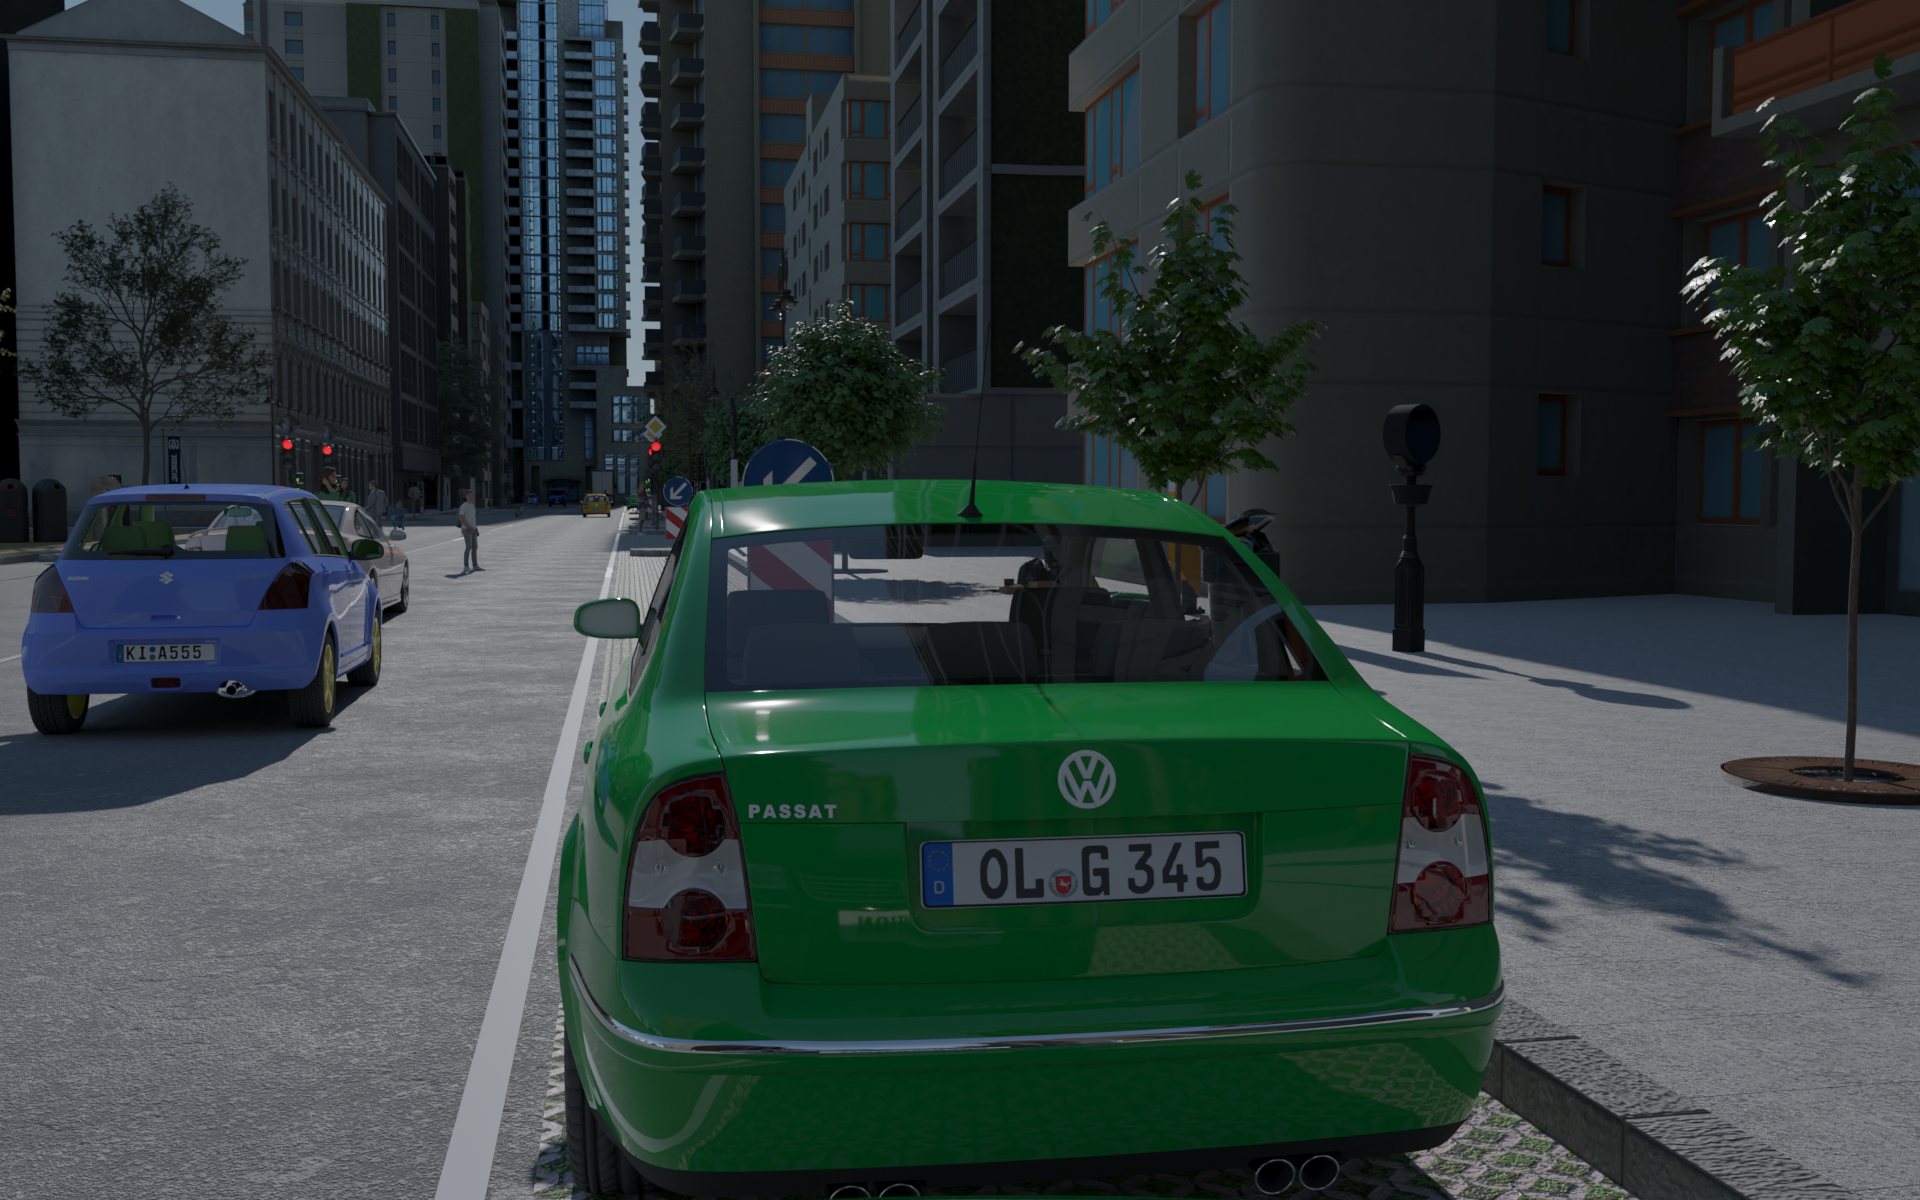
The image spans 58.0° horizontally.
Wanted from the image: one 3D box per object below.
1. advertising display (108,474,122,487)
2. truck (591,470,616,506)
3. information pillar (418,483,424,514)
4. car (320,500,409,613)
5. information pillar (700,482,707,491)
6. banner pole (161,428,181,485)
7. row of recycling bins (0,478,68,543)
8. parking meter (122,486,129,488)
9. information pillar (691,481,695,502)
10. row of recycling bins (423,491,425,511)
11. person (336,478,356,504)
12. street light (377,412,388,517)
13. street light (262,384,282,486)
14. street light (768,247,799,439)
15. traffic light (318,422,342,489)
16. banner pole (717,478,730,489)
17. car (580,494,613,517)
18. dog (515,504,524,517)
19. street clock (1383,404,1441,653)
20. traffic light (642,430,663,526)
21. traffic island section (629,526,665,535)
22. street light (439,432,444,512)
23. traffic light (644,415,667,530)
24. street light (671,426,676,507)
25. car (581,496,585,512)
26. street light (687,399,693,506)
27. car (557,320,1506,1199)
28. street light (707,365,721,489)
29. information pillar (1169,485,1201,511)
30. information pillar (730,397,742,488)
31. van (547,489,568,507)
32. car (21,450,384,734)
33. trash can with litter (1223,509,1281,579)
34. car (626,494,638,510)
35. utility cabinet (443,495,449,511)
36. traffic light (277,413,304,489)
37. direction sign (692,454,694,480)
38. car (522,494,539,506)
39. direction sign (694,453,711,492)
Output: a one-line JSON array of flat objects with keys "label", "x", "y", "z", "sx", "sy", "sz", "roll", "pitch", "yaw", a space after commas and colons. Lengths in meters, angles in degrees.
[{"label": "advertising display", "x": -27.973, "y": -3.190, "z": 57.366, "sx": 0.123, "sy": 1.923, "sz": 0.974, "roll": -1, "pitch": 4, "yaw": -8}, {"label": "truck", "x": -41.921, "y": -13.135, "z": 203.677, "sx": 2.839, "sy": 4.237, "sz": 11.283, "roll": -1, "pitch": 4, "yaw": -10}, {"label": "information pillar", "x": -34.217, "y": -6.448, "z": 109.918, "sx": 0.304, "sy": 2.012, "sz": 0.304, "roll": -1, "pitch": 4, "yaw": -18}, {"label": "car", "x": -7.350, "y": -0.432, "z": 19.419, "sx": 2.083, "sy": 1.381, "sz": 4.827, "roll": -1, "pitch": 4, "yaw": -11}, {"label": "information pillar", "x": -15.148, "y": -5.980, "z": 102.266, "sx": 0.304, "sy": 2.012, "sz": 0.304, "roll": 1, "pitch": 4, "yaw": 10}, {"label": "banner pole", "x": -30.012, "y": -4.637, "z": 65.833, "sx": 0.401, "sy": 3.779, "sz": 0.863, "roll": 3, "pitch": 5, "yaw": 44}, {"label": "row of recycling bins", "x": -25.485, "y": -2.352, "z": 45.571, "sx": 3.534, "sy": 1.692, "sz": 1.069, "roll": -2, "pitch": 4, "yaw": -35}, {"label": "parking meter", "x": -25.183, "y": -2.673, "z": 52.119, "sx": 0.372, "sy": 1.533, "sz": 0.369, "roll": 0, "pitch": 3, "yaw": 0}, {"label": "information pillar", "x": -14.566, "y": -5.484, "z": 94.159, "sx": 0.304, "sy": 2.012, "sz": 0.304, "roll": -1, "pitch": 4, "yaw": -12}, {"label": "row of recycling bins", "x": -41.740, "y": -7.460, "z": 129.078, "sx": 3.534, "sy": 1.692, "sz": 1.069, "roll": -1, "pitch": 4, "yaw": -18}, {"label": "person", "x": -14.163, "y": -1.907, "z": 39.934, "sx": 0.600, "sy": 1.795, "sz": 0.529, "roll": -1, "pitch": 4, "yaw": -15}, {"label": "street light", "x": -32.477, "y": -7.623, "z": 97.422, "sx": 0.468, "sy": 5.910, "sz": 1.993, "roll": -1, "pitch": 4, "yaw": -11}, {"label": "street light", "x": -26.901, "y": -5.813, "z": 67.824, "sx": 0.468, "sy": 5.910, "sz": 1.993, "roll": -1, "pitch": 4, "yaw": -11}, {"label": "street light", "x": -3.323, "y": -3.661, "z": 32.642, "sx": 0.468, "sy": 5.910, "sz": 1.993, "roll": -1, "pitch": 4, "yaw": -11}, {"label": "traffic light", "x": -24.599, "y": -4.811, "z": 67.580, "sx": 0.839, "sy": 4.253, "sz": 0.868, "roll": -1, "pitch": 4, "yaw": -11}, {"label": "banner pole", "x": -13.020, "y": -6.485, "z": 96.040, "sx": 0.863, "sy": 3.779, "sz": 0.401, "roll": -1, "pitch": 4, "yaw": -16}, {"label": "car", "x": -22.706, "y": -5.995, "z": 108.239, "sx": 2.015, "sy": 1.641, "sz": 3.980, "roll": -1, "pitch": 4, "yaw": -12}, {"label": "dog", "x": -27.665, "y": -5.594, "z": 108.297, "sx": 0.800, "sy": 0.831, "sz": 0.513, "roll": 0, "pitch": 4, "yaw": -8}, {"label": "street clock", "x": 3.661, "y": -0.582, "z": 14.079, "sx": 0.471, "sy": 2.002, "sz": 0.358, "roll": -3, "pitch": 4, "yaw": -39}, {"label": "traffic light", "x": -12.412, "y": -4.954, "z": 69.922, "sx": 0.839, "sy": 4.253, "sz": 0.868, "roll": -1, "pitch": 4, "yaw": -11}, {"label": "traffic island section", "x": -10.868, "y": -2.442, "z": 62.201, "sx": 2.009, "sy": 0.180, "sz": 2.903, "roll": -1, "pitch": 4, "yaw": -11}, {"label": "street light", "x": -38.001, "y": -9.418, "z": 126.764, "sx": 0.468, "sy": 5.910, "sz": 1.993, "roll": -1, "pitch": 4, "yaw": -11}, {"label": "traffic light", "x": -10.909, "y": -4.475, "z": 62.079, "sx": 0.839, "sy": 4.253, "sz": 0.868, "roll": -1, "pitch": 4, "yaw": -11}, {"label": "street light", "x": -18.875, "y": -8.664, "z": 114.443, "sx": 0.468, "sy": 5.910, "sz": 1.993, "roll": -1, "pitch": 4, "yaw": -11}, {"label": "car", "x": -29.507, "y": -7.793, "z": 139.414, "sx": 2.014, "sy": 1.417, "sz": 4.499, "roll": -1, "pitch": 4, "yaw": -9}, {"label": "street light", "x": -13.198, "y": -6.841, "z": 84.636, "sx": 0.468, "sy": 5.910, "sz": 1.993, "roll": -1, "pitch": 4, "yaw": -11}, {"label": "car", "x": -0.156, "y": 0.230, "z": 5.029, "sx": 1.959, "sy": 1.807, "sz": 4.718, "roll": -1, "pitch": 4, "yaw": -9}, {"label": "street light", "x": -8.794, "y": -5.456, "z": 61.994, "sx": 0.468, "sy": 5.910, "sz": 1.993, "roll": -1, "pitch": 4, "yaw": -11}, {"label": "information pillar", "x": 2.402, "y": -1.654, "z": 18.403, "sx": 0.183, "sy": 3.616, "sz": 0.504, "roll": 3, "pitch": 5, "yaw": 43}, {"label": "information pillar", "x": -5.458, "y": -3.088, "z": 41.840, "sx": 0.183, "sy": 3.616, "sz": 0.504, "roll": -1, "pitch": 4, "yaw": -17}, {"label": "van", "x": -44.685, "y": -11.492, "z": 192.277, "sx": 2.240, "sy": 2.365, "sz": 5.245, "roll": -1, "pitch": 4, "yaw": -12}, {"label": "car", "x": -4.968, "y": -0.133, "z": 11.760, "sx": 1.945, "sy": 1.707, "sz": 3.694, "roll": -1, "pitch": 4, "yaw": -12}, {"label": "trash can with litter", "x": 1.939, "y": -0.120, "z": 13.346, "sx": 0.624, "sy": 1.170, "sz": 1.055, "roll": -3, "pitch": 5, "yaw": -44}, {"label": "car", "x": -29.379, "y": -9.102, "z": 157.605, "sx": 1.959, "sy": 1.807, "sz": 4.718, "roll": -1, "pitch": 4, "yaw": -12}, {"label": "utility cabinet", "x": -39.381, "y": -7.433, "z": 132.698, "sx": 0.306, "sy": 1.237, "sz": 1.020, "roll": -1, "pitch": 4, "yaw": -10}, {"label": "traffic light", "x": -23.097, "y": -4.331, "z": 59.737, "sx": 0.839, "sy": 4.253, "sz": 0.868, "roll": -1, "pitch": 4, "yaw": -11}, {"label": "direction sign", "x": -14.929, "y": -6.535, "z": 98.846, "sx": 0.876, "sy": 3.537, "sz": 0.379, "roll": 2, "pitch": 4, "yaw": 25}, {"label": "car", "x": -50.945, "y": -11.980, "z": 205.462, "sx": 1.945, "sy": 1.707, "sz": 3.694, "roll": -1, "pitch": 4, "yaw": -11}, {"label": "direction sign", "x": -14.272, "y": -6.414, "z": 96.860, "sx": 0.379, "sy": 3.537, "sz": 0.876, "roll": 3, "pitch": 4, "yaw": 38}]
